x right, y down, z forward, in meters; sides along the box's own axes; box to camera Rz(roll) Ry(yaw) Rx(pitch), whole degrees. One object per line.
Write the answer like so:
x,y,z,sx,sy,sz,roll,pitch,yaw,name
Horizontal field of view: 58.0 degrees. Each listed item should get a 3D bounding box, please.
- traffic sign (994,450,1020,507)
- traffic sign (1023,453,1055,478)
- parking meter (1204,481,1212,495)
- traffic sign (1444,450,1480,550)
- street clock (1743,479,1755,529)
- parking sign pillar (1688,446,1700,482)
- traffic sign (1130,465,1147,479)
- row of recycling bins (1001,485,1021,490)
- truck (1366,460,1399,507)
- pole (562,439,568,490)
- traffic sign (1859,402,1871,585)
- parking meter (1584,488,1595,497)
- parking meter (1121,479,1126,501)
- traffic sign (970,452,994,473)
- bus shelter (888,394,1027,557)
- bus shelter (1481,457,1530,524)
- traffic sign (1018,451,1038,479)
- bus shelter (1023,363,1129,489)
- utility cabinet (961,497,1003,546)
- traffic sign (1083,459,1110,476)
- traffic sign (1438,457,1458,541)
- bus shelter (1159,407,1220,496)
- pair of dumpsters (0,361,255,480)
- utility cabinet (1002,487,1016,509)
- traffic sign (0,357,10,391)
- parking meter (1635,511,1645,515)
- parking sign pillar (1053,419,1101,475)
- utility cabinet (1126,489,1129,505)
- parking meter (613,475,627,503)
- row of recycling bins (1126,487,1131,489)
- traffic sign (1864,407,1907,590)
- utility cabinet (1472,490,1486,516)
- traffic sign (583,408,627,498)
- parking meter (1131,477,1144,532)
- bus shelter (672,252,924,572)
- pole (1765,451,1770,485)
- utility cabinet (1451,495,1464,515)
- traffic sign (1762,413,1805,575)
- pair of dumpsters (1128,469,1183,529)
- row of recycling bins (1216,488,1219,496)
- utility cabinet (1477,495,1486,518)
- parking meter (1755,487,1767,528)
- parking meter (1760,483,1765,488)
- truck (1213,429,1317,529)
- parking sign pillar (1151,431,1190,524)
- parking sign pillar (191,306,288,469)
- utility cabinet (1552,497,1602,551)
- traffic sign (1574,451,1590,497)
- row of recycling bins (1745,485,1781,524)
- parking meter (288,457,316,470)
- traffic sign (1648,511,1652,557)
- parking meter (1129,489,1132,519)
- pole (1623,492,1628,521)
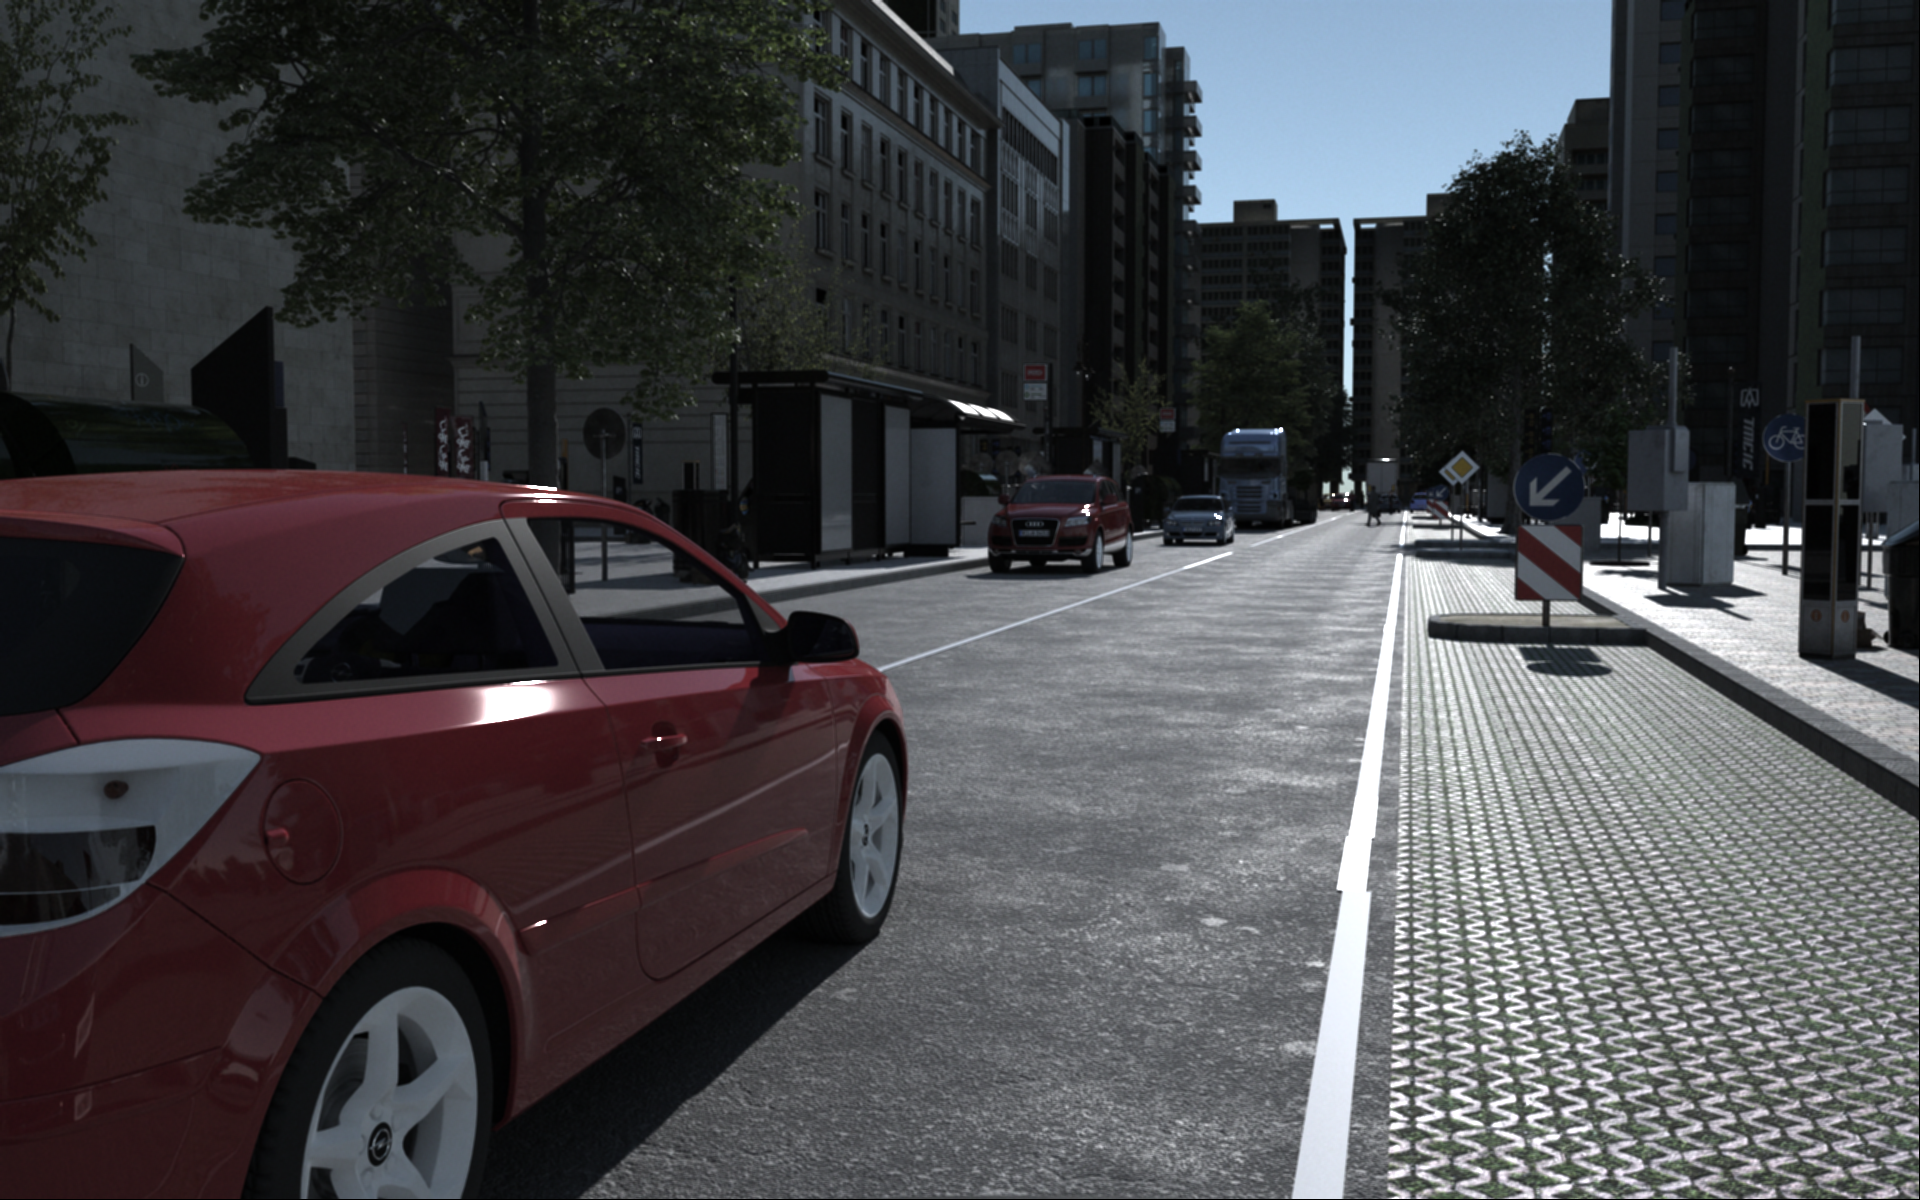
1.346,-3.059,50.125,0.768,2.556,0.104,1,4,20,traffic sign
1.912,-2.345,41.978,0.795,2.450,0.064,1,4,14,traffic sign
11.269,-4.468,78.769,0.255,1.863,0.399,2,4,34,parking meter
11.438,-2.193,39.501,0.795,2.450,0.064,1,4,14,traffic sign
28.951,-3.611,63.611,0.358,2.002,0.471,0,4,-2,street clock
30.826,-5.226,73.915,1.447,3.967,1.447,0,4,4,parking sign pillar
7.828,-4.641,75.981,0.768,2.556,0.104,1,4,16,traffic sign
2.515,-4.210,75.949,1.069,1.692,3.534,-1,4,-20,row of recycling bins
35.688,-9.637,146.483,2.839,4.237,11.283,1,4,14,truck
-14.685,-4.317,64.420,0.158,3.312,0.155,0,3,0,pole
12.649,-1.487,24.318,0.884,2.594,0.081,1,4,23,traffic sign
23.599,-3.457,64.931,0.372,1.533,0.369,0,3,0,parking meter
6.324,-3.786,67.619,0.255,1.863,0.399,-1,4,-13,parking meter
0.641,-3.222,52.779,0.768,2.556,0.104,1,4,15,traffic sign
-0.130,-2.684,37.815,2.014,3.302,5.546,1,4,15,bus shelter
23.087,-4.835,72.979,2.014,3.302,5.546,1,4,14,bus shelter
2.034,-3.104,50.850,0.768,2.556,0.104,1,4,19,traffic sign
3.652,-4.771,55.639,2.179,5.291,8.768,1,4,14,bus shelter
0.551,-1.955,43.131,1.020,1.237,0.306,-1,4,-11,utility cabinet
3.913,-2.818,49.709,0.795,2.450,0.064,1,4,14,traffic sign
13.439,-2.666,47.232,0.795,2.450,0.064,1,4,14,traffic sign
10.971,-6.437,82.876,2.179,5.291,8.768,1,4,14,bus shelter
-6.689,-0.551,11.510,1.574,2.255,4.437,1,4,14,pair of dumpsters
1.291,-2.998,57.702,1.173,1.500,0.318,-2,4,-31,utility cabinet
-8.245,-0.879,14.478,0.768,2.556,0.104,1,4,20,traffic sign
28.689,-3.953,73.039,0.372,1.533,0.369,0,3,0,parking meter
4.354,-4.493,61.932,1.447,3.967,1.447,-1,4,-19,parking sign pillar
10.541,-6.109,108.554,0.318,1.500,1.173,2,4,34,utility cabinet
-10.673,-2.979,54.416,0.399,1.863,0.255,0,3,0,parking meter
9.712,-5.589,98.498,1.069,1.692,3.534,3,4,38,row of recycling bins
12.186,-1.344,23.152,0.795,2.450,0.064,1,4,17,traffic sign
29.580,-5.482,98.303,1.173,1.500,0.318,-2,4,-32,utility cabinet
-5.264,-1.558,25.586,0.768,2.556,0.104,2,4,24,traffic sign
5.966,-3.213,58.248,0.399,1.863,0.255,0,4,5,parking meter
-2.871,-3.257,30.880,2.179,5.291,8.768,1,4,14,bus shelter
37.754,-5.331,81.000,0.158,3.312,0.155,0,3,0,pole
30.727,-5.859,106.948,0.306,1.237,1.020,-1,4,-16,utility cabinet
13.117,-1.673,27.461,0.768,2.556,0.104,1,4,20,traffic sign
7.307,-3.812,64.825,1.574,2.255,4.437,1,4,15,pair of dumpsters
16.830,-6.038,105.837,1.069,1.692,3.534,-2,4,-30,row of recycling bins
28.537,-5.048,93.691,1.020,1.237,0.306,0,4,6,utility cabinet
30.073,-3.464,65.041,0.372,1.533,0.369,0,3,0,parking meter
41.592,-5.128,89.558,0.399,1.863,0.255,3,5,43,parking meter
13.927,-5.349,77.214,2.967,4.110,18.799,1,4,16,truck
8.863,-5.243,74.202,1.447,3.967,1.447,-3,5,-41,parking sign pillar
-10.477,-2.247,25.217,1.447,3.967,1.447,1,4,14,parking sign pillar
13.898,-1.706,39.054,1.020,1.237,0.306,1,4,13,utility cabinet
17.039,-2.865,46.954,0.768,2.556,0.104,1,4,22,traffic sign
33.912,-4.176,75.390,3.534,1.692,1.069,0,4,-7,row of recycling bins
-10.465,-1.340,27.621,0.255,1.863,0.399,3,5,40,parking meter
14.085,-2.160,35.313,0.884,2.594,0.081,1,4,22,traffic sign
8.159,-4.525,82.391,0.372,1.533,0.369,0,3,0,parking meter
31.921,-5.455,83.036,0.158,3.312,0.155,0,3,0,pole
